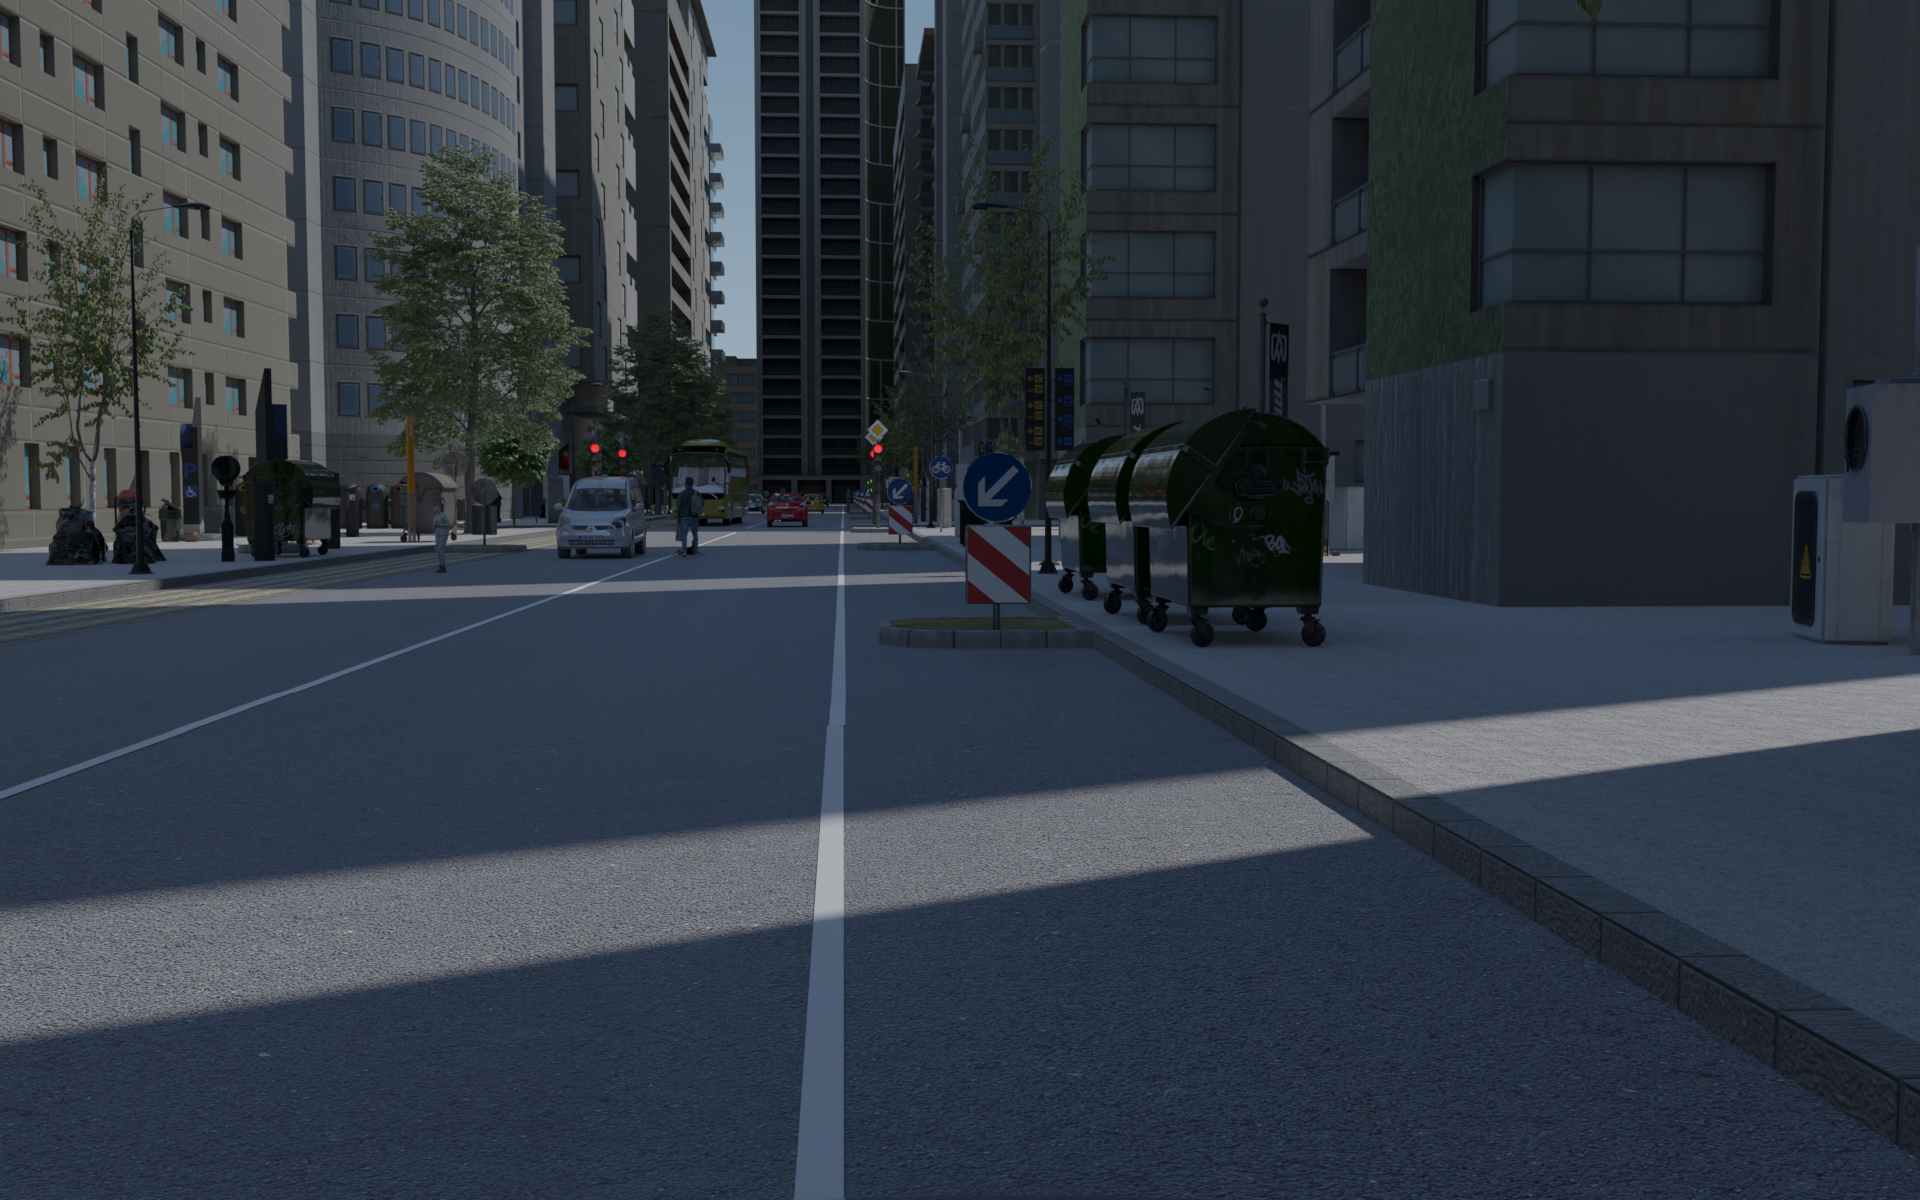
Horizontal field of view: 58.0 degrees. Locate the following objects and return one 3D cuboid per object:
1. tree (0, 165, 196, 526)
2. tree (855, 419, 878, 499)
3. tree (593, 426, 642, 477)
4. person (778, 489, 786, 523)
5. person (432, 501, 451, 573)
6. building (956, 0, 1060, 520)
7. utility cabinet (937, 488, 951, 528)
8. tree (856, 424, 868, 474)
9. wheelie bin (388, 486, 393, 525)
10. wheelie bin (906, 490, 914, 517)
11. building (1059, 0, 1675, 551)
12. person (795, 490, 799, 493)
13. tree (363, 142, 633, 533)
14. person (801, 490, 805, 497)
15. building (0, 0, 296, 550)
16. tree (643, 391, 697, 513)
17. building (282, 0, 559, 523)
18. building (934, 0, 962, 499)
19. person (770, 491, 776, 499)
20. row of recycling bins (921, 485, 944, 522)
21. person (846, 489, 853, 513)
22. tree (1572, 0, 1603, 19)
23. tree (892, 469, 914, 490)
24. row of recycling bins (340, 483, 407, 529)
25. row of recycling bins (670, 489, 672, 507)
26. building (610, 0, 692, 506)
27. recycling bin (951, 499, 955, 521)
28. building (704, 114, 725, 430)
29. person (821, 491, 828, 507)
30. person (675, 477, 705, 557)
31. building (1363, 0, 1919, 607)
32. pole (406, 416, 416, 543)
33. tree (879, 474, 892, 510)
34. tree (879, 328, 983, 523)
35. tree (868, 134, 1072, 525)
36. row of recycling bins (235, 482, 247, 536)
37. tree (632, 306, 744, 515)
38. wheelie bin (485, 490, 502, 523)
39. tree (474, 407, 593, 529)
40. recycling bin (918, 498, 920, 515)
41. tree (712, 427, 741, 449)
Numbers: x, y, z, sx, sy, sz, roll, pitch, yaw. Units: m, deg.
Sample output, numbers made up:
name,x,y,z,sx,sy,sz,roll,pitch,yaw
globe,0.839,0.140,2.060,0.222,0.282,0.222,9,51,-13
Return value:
name,x,y,z,sx,sy,sz,roll,pitch,yaw
tree,-19.805,-5.455,39.548,4.737,8.622,4.395,0,3,0
tree,-7.406,-12.948,162.065,4.360,8.622,3.978,0,3,0
tree,-16.949,-6.081,83.138,4.285,4.588,4.351,0,3,0
person,-8.587,-4.582,84.422,0.512,1.701,0.522,-3,5,-41
person,-9.492,-1.153,31.624,0.425,1.301,0.394,1,4,17
building,12.319,-24.429,91.295,23.993,40.220,32.217,0,4,-4
utility cabinet,-0.606,-3.465,65.330,0.318,1.500,1.173,-1,4,-13
tree,-2.274,-8.555,90.239,4.737,8.622,4.395,0,3,0
wheelie bin,-23.238,-3.895,71.598,0.980,1.594,0.693,1,4,10
wheelie bin,-2.726,-5.466,97.269,0.693,1.594,0.980,0,4,7
building,9.543,-22.261,47.566,14.154,41.232,14.086,0,4,-4
person,-13.019,-7.844,137.346,0.643,1.750,0.593,1,4,20
tree,-15.698,-8.468,56.574,7.486,12.596,7.792,0,3,0
person,-15.469,-9.862,169.762,1.348,1.822,0.705,1,4,23
building,-37.005,-12.318,46.447,28.899,21.520,27.650,0,4,-4
tree,-19.336,-10.049,114.662,4.737,8.622,4.395,0,3,0
building,-33.275,-33.302,86.487,21.231,58.520,28.212,0,4,-4
building,8.678,-35.490,122.265,21.231,58.520,28.212,0,4,-4
person,-18.185,-9.782,169.220,0.721,1.735,1.217,2,4,27
row of recycling bins,-1.288,-4.558,81.637,1.069,1.692,3.534,0,4,6
person,-8.294,-7.436,130.247,0.590,1.801,0.661,-1,4,-11
tree,3.173,-3.363,5.350,4.737,8.622,4.395,0,3,0
tree,-3.949,-8.496,133.518,1.663,3.219,1.824,0,3,0
row of recycling bins,-21.224,-3.498,64.311,3.534,1.692,1.069,-1,4,-11
row of recycling bins,-21.898,-8.067,139.014,3.534,1.692,1.069,-2,4,-24
building,-35.975,-32.612,156.904,21.300,48.544,21.600,0,4,-4
recycling bin,-0.056,-4.311,83.037,0.722,1.027,0.722,1,4,18
building,-43.682,-35.890,206.403,30.456,49.044,23.786,0,4,-4
person,-15.006,-11.095,189.910,1.348,1.823,0.705,3,5,40
person,-6.192,-1.889,39.365,0.794,1.824,0.713,0,4,6
building,12.649,-20.923,25.680,14.154,41.232,14.086,0,4,-4
pole,-14.424,-3.159,45.490,0.158,3.312,0.155,0,3,0
tree,-5.328,-9.072,142.925,1.663,3.219,1.824,0,3,0
tree,-1.219,-7.786,77.662,4.360,8.622,3.978,0,3,0
tree,0.992,-5.168,34.865,4.737,8.622,4.395,0,3,0
row of recycling bins,-20.593,-2.778,52.530,3.534,1.692,1.069,2,4,27
tree,-17.874,-11.413,104.735,7.486,12.596,7.792,0,3,0
wheelie bin,-20.886,-4.246,77.335,0.980,1.594,0.693,3,5,44
tree,-16.681,-4.972,65.001,4.285,4.588,4.351,0,3,0
recycling bin,-2.891,-5.810,107.550,0.722,1.027,0.722,-3,4,-38
tree,-22.066,-12.703,158.057,4.737,8.622,4.395,0,3,0
